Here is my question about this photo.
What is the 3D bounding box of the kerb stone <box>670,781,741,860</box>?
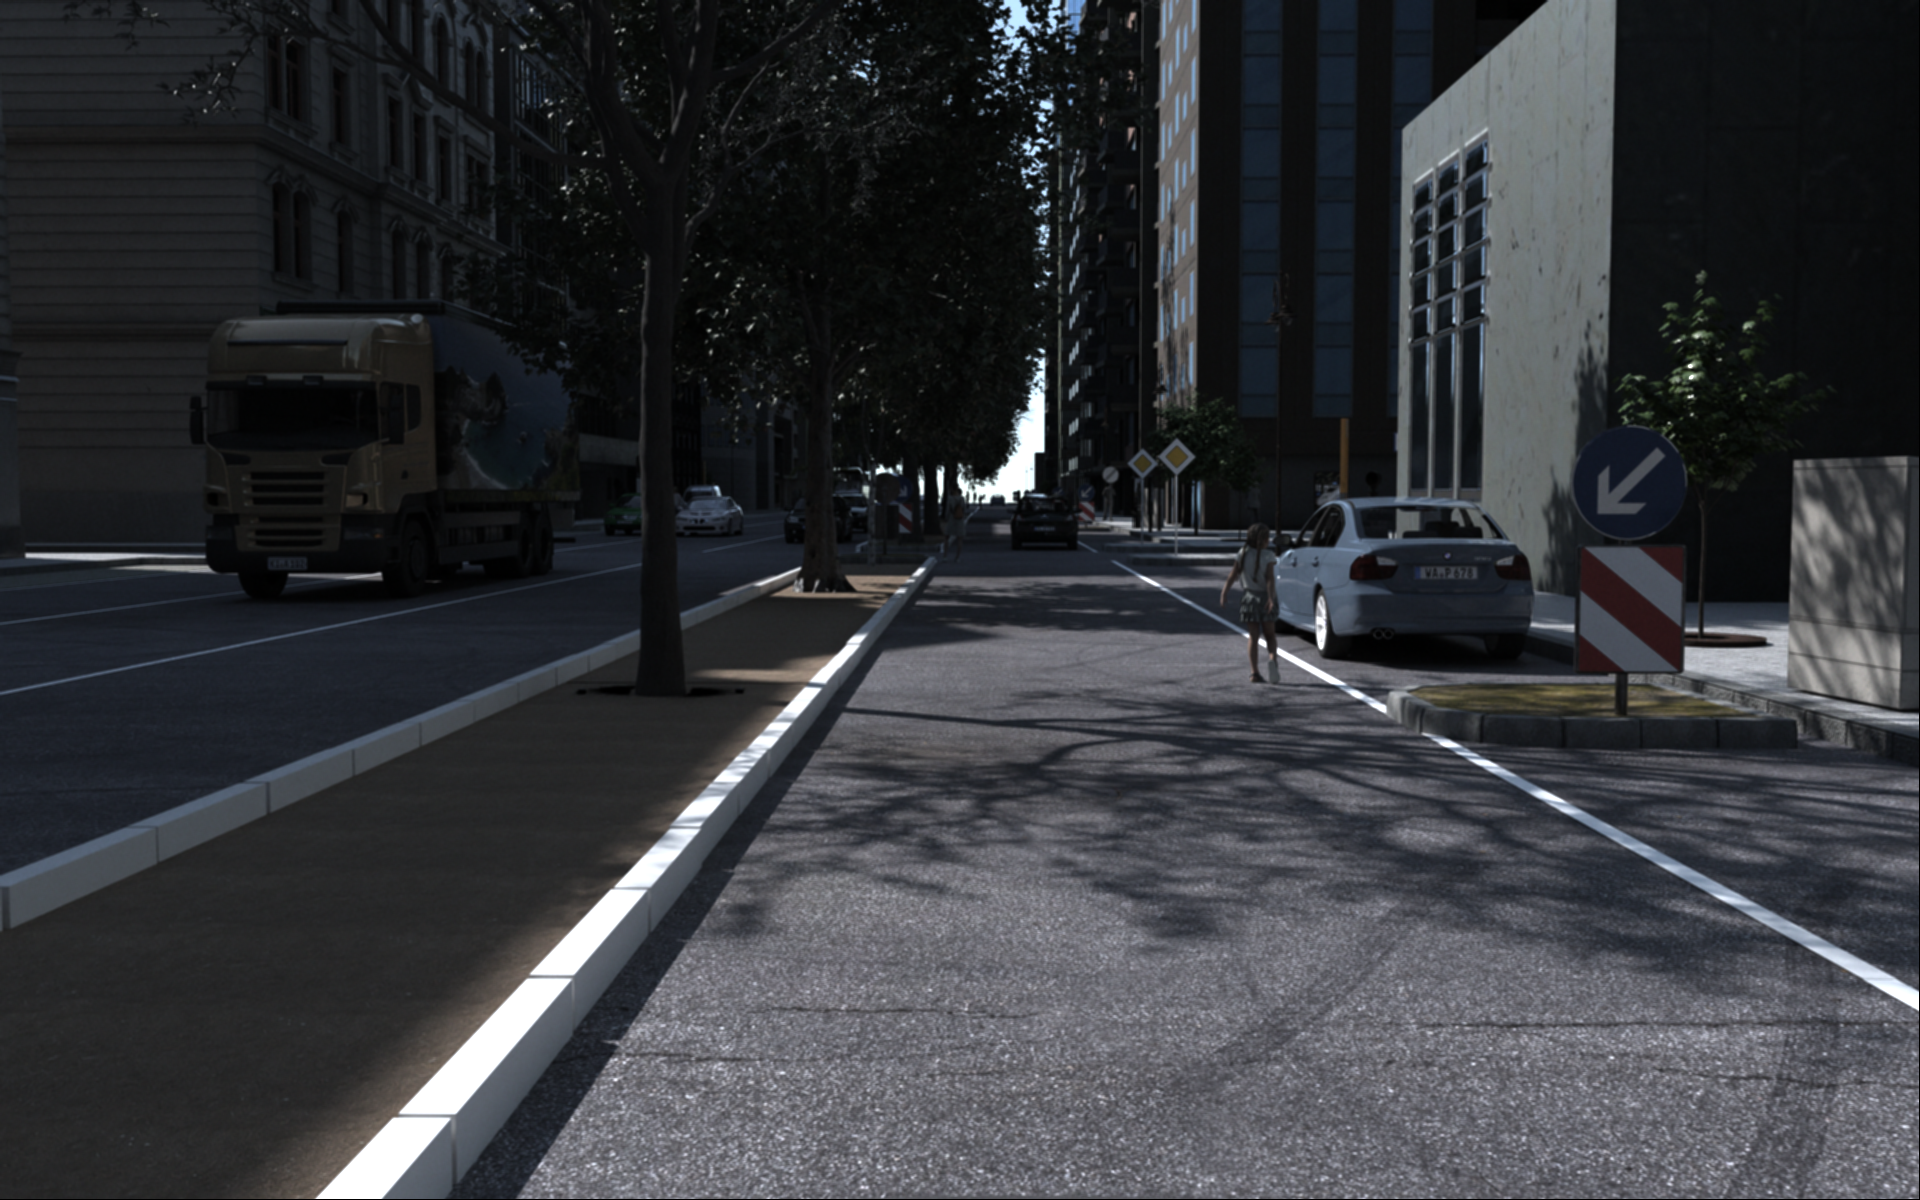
[{"bbox_3d":[-1.054,0.918,7.187,0.120,0.150,1.000,0,4,1],"label":"kerb stone"}]

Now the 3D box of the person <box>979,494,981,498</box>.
[{"bbox_3d":[2.449,-12.109,209.748,0.557,1.426,1.065,-3,5,-45],"label":"person"}]

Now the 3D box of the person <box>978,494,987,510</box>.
[{"bbox_3d":[2.038,-8.918,157.496,0.628,1.438,0.799,1,4,22],"label":"person"}]

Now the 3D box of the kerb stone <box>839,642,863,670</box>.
[{"bbox_3d":[-0.920,0.488,14.366,0.120,0.150,1.000,0,4,1],"label":"kerb stone"}]

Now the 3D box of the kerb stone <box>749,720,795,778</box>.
[{"bbox_3d":[-1.009,0.795,9.242,0.120,0.150,1.000,0,4,1],"label":"kerb stone"}]

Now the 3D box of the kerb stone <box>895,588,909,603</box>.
[{"bbox_3d":[-0.784,-0.022,22.551,0.120,0.150,1.000,0,4,1],"label":"kerb stone"}]

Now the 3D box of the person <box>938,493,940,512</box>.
[{"bbox_3d":[-1.700,-7.208,127.020,0.621,1.740,0.551,-1,4,-19],"label":"person"}]

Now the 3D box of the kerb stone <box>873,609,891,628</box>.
[{"bbox_3d":[-0.855,0.228,18.461,0.120,0.150,1.000,0,4,1],"label":"kerb stone"}]

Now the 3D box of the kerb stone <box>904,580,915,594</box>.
[{"bbox_3d":[-0.750,-0.143,24.600,0.120,0.150,1.000,0,4,1],"label":"kerb stone"}]

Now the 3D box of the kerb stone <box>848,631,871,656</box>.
[{"bbox_3d":[-0.911,0.416,15.388,0.120,0.150,1.000,0,4,1],"label":"kerb stone"}]

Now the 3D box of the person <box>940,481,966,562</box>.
[{"bbox_3d":[-0.104,-1.641,36.342,0.512,1.701,0.522,-2,4,-29],"label":"person"}]

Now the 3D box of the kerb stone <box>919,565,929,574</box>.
[{"bbox_3d":[-0.655,-0.458,29.718,0.120,0.150,1.000,0,4,1],"label":"kerb stone"}]

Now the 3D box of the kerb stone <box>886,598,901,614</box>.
[{"bbox_3d":[-0.819,0.108,20.506,0.120,0.150,1.000,0,4,1],"label":"kerb stone"}]

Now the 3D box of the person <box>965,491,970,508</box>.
[{"bbox_3d":[0.684,-9.982,172.420,0.721,1.735,1.217,-2,4,-27],"label":"person"}]

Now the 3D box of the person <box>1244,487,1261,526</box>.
[{"bbox_3d":[9.476,-3.049,56.084,0.537,1.800,0.526,1,4,13],"label":"person"}]

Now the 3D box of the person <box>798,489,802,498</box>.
[{"bbox_3d":[-15.027,-9.479,161.538,0.721,1.766,1.217,0,4,-1],"label":"person"}]

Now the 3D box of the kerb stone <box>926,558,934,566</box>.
[{"bbox_3d":[-0.610,-0.644,32.789,0.120,0.150,1.000,0,4,1],"label":"kerb stone"}]

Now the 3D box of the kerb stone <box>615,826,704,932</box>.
[{"bbox_3d":[-1.060,0.981,6.148,0.120,0.150,1.000,0,4,1],"label":"kerb stone"}]

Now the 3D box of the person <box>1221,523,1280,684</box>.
[{"bbox_3d":[2.207,0.023,13.144,0.505,1.210,0.382,2,4,25],"label":"person"}]

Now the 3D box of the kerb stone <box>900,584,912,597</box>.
[{"bbox_3d":[-0.770,-0.084,23.575,0.120,0.150,1.000,0,4,1],"label":"kerb stone"}]

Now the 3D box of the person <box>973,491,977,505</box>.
[{"bbox_3d":[1.964,-13.287,226.191,0.683,1.767,0.568,3,4,36],"label":"person"}]

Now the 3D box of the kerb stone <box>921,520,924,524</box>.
[{"bbox_3d":[-1.760,-4.002,87.654,0.120,0.150,1.000,0,4,1],"label":"kerb stone"}]

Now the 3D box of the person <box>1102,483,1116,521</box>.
[{"bbox_3d":[7.036,-4.652,81.913,0.655,1.846,0.447,1,4,14],"label":"person"}]

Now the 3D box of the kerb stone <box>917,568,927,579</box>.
[{"bbox_3d":[-0.670,-0.396,28.696,0.120,0.150,1.000,0,4,1],"label":"kerb stone"}]

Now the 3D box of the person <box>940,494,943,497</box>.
[{"bbox_3d":[-2.007,-12.745,217.673,1.217,1.735,0.721,1,4,23],"label":"person"}]

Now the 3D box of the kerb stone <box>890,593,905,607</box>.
[{"bbox_3d":[-0.806,0.043,21.528,0.120,0.150,1.000,0,4,1],"label":"kerb stone"}]

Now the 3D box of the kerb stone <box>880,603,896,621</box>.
[{"bbox_3d":[-0.836,0.166,19.483,0.120,0.150,1.000,0,4,1],"label":"kerb stone"}]

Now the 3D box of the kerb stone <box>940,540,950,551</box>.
[{"bbox_3d":[-0.392,-1.430,45.584,0.120,0.150,1.000,0,4,1],"label":"kerb stone"}]

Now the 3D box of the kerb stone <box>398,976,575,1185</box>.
[{"bbox_3d":[-1.095,1.108,4.088,0.120,0.150,1.000,0,4,1],"label":"kerb stone"}]

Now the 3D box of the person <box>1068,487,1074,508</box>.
[{"bbox_3d":[7.999,-7.259,125.284,0.434,1.755,0.990,1,4,10],"label":"person"}]

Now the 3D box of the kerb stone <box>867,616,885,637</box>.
[{"bbox_3d":[-0.874,0.295,17.438,0.120,0.150,1.000,0,4,1],"label":"kerb stone"}]

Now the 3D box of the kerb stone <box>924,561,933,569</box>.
[{"bbox_3d":[-0.622,-0.581,31.766,0.120,0.150,1.000,0,4,1],"label":"kerb stone"}]

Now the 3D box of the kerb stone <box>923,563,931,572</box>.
[{"bbox_3d":[-0.641,-0.523,30.744,0.120,0.150,1.000,0,4,1],"label":"kerb stone"}]

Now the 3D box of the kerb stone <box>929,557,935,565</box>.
[{"bbox_3d":[-0.592,-0.708,33.811,0.120,0.150,1.000,0,4,1],"label":"kerb stone"}]

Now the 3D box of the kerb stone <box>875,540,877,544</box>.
[{"bbox_3d":[-2.455,-1.550,47.684,0.120,0.150,1.000,0,4,1],"label":"kerb stone"}]

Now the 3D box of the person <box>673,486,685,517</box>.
[{"bbox_3d":[-11.305,-3.700,69.667,0.731,1.740,0.598,-2,4,-29],"label":"person"}]

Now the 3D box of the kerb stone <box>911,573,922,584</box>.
[{"bbox_3d":[-0.710,-0.272,26.647,0.120,0.150,1.000,0,4,1],"label":"kerb stone"}]

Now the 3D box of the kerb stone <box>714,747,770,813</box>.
[{"bbox_3d":[-1.034,0.856,8.209,0.120,0.150,1.000,0,4,1],"label":"kerb stone"}]

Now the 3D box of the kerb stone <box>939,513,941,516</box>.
[{"bbox_3d":[-1.251,-5.824,117.409,0.120,0.150,1.000,0,4,1],"label":"kerb stone"}]

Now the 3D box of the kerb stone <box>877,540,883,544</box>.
[{"bbox_3d":[-2.375,-1.809,51.773,0.120,0.150,1.000,0,4,1],"label":"kerb stone"}]

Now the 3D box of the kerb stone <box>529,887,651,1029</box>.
[{"bbox_3d":[-1.081,1.044,5.124,0.120,0.150,1.000,0,4,1],"label":"kerb stone"}]

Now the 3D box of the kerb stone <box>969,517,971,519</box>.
[{"bbox_3d":[0.348,-4.061,88.677,0.120,0.150,1.000,0,4,1],"label":"kerb stone"}]

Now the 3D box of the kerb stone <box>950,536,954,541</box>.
[{"bbox_3d":[-0.316,-1.681,49.676,0.120,0.150,1.000,0,4,1],"label":"kerb stone"}]

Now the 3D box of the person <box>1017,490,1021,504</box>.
[{"bbox_3d":[5.440,-9.209,159.203,0.705,1.807,1.348,0,4,-2],"label":"person"}]

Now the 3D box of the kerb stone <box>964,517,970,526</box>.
[{"bbox_3d":[0.308,-3.877,85.591,0.120,0.150,1.000,0,4,1],"label":"kerb stone"}]

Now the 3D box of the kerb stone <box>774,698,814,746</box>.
[{"bbox_3d":[-0.990,0.730,10.266,0.120,0.150,1.000,0,4,1],"label":"kerb stone"}]

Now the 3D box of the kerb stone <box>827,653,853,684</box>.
[{"bbox_3d":[-0.940,0.546,13.340,0.120,0.150,1.000,0,4,1],"label":"kerb stone"}]

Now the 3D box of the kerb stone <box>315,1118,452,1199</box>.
[{"bbox_3d":[-1.114,1.170,3.066,0.120,0.150,1.000,0,4,1],"label":"kerb stone"}]

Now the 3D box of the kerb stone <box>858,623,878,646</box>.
[{"bbox_3d":[-0.892,0.354,16.410,0.120,0.150,1.000,0,4,1],"label":"kerb stone"}]

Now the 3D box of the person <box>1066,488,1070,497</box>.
[{"bbox_3d":[8.005,-7.374,127.320,0.721,1.735,1.217,-1,4,-22],"label":"person"}]

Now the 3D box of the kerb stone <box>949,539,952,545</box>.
[{"bbox_3d":[-0.367,-1.493,46.611,0.120,0.150,1.000,0,4,1],"label":"kerb stone"}]

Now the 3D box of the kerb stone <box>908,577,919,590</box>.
[{"bbox_3d":[-0.730,-0.210,25.625,0.120,0.150,1.000,0,4,1],"label":"kerb stone"}]

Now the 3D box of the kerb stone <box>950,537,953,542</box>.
[{"bbox_3d":[-0.329,-1.618,48.654,0.120,0.150,1.000,0,4,1],"label":"kerb stone"}]

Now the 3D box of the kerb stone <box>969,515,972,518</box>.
[{"bbox_3d":[0.442,-4.380,93.802,0.120,0.150,1.000,0,4,1],"label":"kerb stone"}]

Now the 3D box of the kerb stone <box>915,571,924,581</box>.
[{"bbox_3d":[-0.698,-0.332,27.669,0.120,0.150,1.000,0,4,1],"label":"kerb stone"}]

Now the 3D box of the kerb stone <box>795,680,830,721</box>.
[{"bbox_3d":[-0.973,0.667,11.288,0.120,0.150,1.000,0,4,1],"label":"kerb stone"}]

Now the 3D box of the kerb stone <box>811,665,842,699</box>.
[{"bbox_3d":[-0.963,0.604,12.317,0.120,0.150,1.000,0,4,1],"label":"kerb stone"}]

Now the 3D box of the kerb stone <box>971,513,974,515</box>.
[{"bbox_3d":[0.595,-4.880,102.005,0.120,0.150,1.000,0,4,1],"label":"kerb stone"}]
